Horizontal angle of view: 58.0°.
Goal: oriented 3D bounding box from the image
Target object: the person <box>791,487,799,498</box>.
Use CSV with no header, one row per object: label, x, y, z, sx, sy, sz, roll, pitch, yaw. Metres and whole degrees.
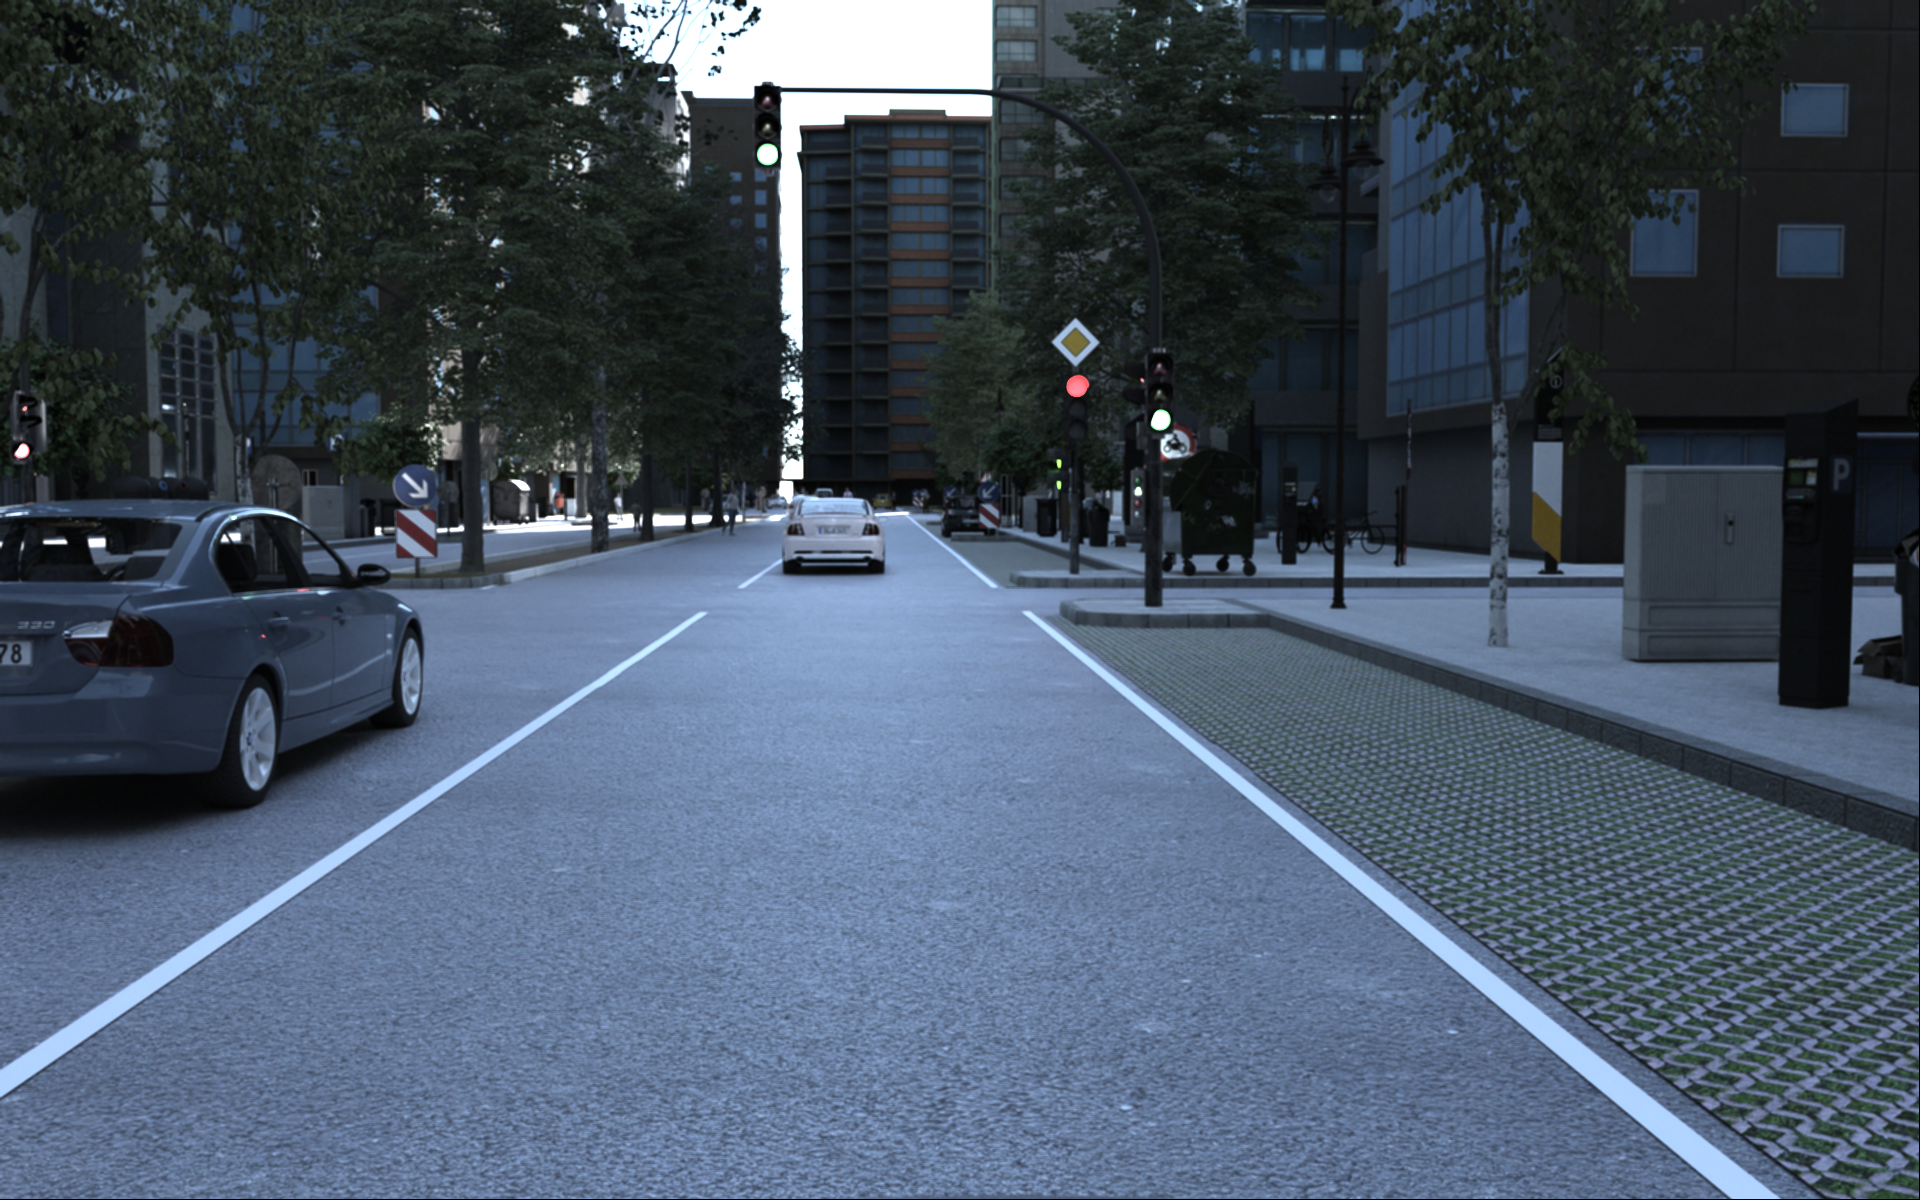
person,-8.684,-5.062,91.363,0.778,1.811,0.616,-1,4,-9

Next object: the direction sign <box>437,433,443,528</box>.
direction sign,-19.410,-4.444,64.650,0.379,3.537,0.876,-2,4,-27

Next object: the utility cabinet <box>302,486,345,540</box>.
utility cabinet,-17.386,-2.363,47.322,0.318,1.500,1.173,2,4,28

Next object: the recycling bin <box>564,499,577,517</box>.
recycling bin,-21.628,-5.150,96.755,0.722,1.027,0.722,2,4,24

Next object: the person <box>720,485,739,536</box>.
person,-7.982,-3.087,59.640,0.598,1.740,0.731,1,4,12

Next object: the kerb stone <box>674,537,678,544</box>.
kerb stone,-8.320,-1.695,49.903,0.120,0.150,1.000,0,4,-3

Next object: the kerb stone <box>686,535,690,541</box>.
kerb stone,-8.461,-1.882,52.968,0.120,0.150,1.000,0,4,-3

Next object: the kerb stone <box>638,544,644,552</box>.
kerb stone,-7.988,-1.252,42.748,0.120,0.150,1.000,0,4,-3

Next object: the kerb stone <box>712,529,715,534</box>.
kerb stone,-8.840,-2.379,61.171,0.120,0.150,1.000,0,4,-3

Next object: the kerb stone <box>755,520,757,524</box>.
kerb stone,-9.792,-3.634,81.636,0.120,0.150,1.000,0,4,-3

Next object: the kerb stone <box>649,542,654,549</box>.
kerb stone,-8.093,-1.382,44.790,0.120,0.150,1.000,0,4,-3

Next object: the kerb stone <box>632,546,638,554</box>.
kerb stone,-7.944,-1.194,41.726,0.120,0.150,1.000,0,4,-3

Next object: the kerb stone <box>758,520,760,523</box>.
kerb stone,-9.883,-3.761,83.681,0.120,0.150,1.000,0,4,-3

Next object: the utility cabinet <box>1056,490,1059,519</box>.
utility cabinet,5.436,-4.807,87.272,1.173,1.500,0.318,2,4,28

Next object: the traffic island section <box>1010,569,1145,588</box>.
traffic island section,1.857,-0.337,27.791,2.009,0.180,2.903,0,4,-3

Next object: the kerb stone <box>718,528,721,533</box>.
kerb stone,-8.934,-2.508,63.216,0.120,0.150,1.000,0,4,-3

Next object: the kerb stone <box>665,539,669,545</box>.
kerb stone,-8.226,-1.561,47.855,0.120,0.150,1.000,0,4,-3

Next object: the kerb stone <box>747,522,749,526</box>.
kerb stone,-9.539,-3.318,76.518,0.120,0.150,1.000,0,4,-3

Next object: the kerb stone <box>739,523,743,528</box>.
kerb stone,-9.411,-3.135,73.451,0.120,0.150,1.000,0,4,-3

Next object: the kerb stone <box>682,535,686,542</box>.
kerb stone,-8.412,-1.815,51.946,0.120,0.150,1.000,0,4,-3

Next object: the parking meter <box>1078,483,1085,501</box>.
parking meter,5.363,-4.379,77.301,0.399,1.863,0.255,3,5,43

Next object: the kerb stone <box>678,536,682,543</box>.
kerb stone,-8.369,-1.754,50.924,0.120,0.150,1.000,0,4,-3

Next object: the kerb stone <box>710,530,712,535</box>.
kerb stone,-8.794,-2.321,60.140,0.120,0.150,1.000,0,4,-3

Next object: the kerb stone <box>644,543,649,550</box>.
kerb stone,-8.044,-1.311,43.769,0.120,0.150,1.000,0,4,-3

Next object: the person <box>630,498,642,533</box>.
person,-11.530,-2.993,61.700,0.475,1.303,0.640,0,4,1

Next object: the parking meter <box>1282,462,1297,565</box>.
parking meter,6.007,-1.582,31.577,0.255,1.863,0.399,1,4,9

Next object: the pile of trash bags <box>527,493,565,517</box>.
pile of trash bags,-24.075,-5.497,99.620,1.912,1.369,3.447,2,4,31

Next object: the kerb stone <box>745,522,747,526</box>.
kerb stone,-9.503,-3.257,75.496,0.120,0.150,1.000,0,4,-3

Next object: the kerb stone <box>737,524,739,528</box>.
kerb stone,-9.307,-3.010,71.404,0.120,0.150,1.000,0,4,-3

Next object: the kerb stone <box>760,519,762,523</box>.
kerb stone,-9.924,-3.823,84.702,0.120,0.150,1.000,0,4,-3

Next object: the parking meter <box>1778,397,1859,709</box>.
parking meter,5.167,-0.289,10.438,0.399,1.863,0.255,-2,4,-31

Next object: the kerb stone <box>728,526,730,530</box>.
kerb stone,-9.129,-2.759,67.309,0.120,0.150,1.000,0,4,-3

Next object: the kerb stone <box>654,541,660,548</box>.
kerb stone,-8.135,-1.442,45.811,0.120,0.150,1.000,0,4,-3

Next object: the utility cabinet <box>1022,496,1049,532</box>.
utility cabinet,2.530,-2.879,58.226,0.306,1.237,1.020,-3,4,-38

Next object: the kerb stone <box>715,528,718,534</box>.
kerb stone,-8.881,-2.446,62.193,0.120,0.150,1.000,0,4,-3

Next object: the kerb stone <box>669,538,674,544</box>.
kerb stone,-8.271,-1.631,48.876,0.120,0.150,1.000,0,4,-3

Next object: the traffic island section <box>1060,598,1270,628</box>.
traffic island section,2.226,0.151,19.815,2.009,0.180,2.903,0,4,-3

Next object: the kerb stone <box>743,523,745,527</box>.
kerb stone,-9.452,-3.198,74.475,0.120,0.150,1.000,0,4,-3

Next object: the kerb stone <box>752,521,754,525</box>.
kerb stone,-9.690,-3.510,79.583,0.120,0.150,1.000,0,4,-3

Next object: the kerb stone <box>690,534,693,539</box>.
kerb stone,-8.521,-1.945,53.992,0.120,0.150,1.000,0,4,-3

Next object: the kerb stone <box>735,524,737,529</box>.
kerb stone,-9.268,-2.947,70.377,0.120,0.150,1.000,0,4,-3

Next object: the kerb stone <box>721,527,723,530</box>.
kerb stone,-8.984,-2.570,64.242,0.120,0.150,1.000,0,4,-3

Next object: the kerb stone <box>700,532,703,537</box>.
kerb stone,-8.648,-2.130,57.071,0.120,0.150,1.000,0,4,-3

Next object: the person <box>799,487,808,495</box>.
person,-8.717,-5.460,97.578,0.655,1.846,0.447,-2,4,-30

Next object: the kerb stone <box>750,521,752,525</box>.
kerb stone,-9.644,-3.446,78.562,0.120,0.150,1.000,0,4,-3

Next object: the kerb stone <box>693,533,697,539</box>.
kerb stone,-8.557,-1.998,55.023,0.120,0.150,1.000,0,4,-3

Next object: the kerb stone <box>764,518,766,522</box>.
kerb stone,-10.068,-4.011,87.773,0.120,0.150,1.000,0,4,-3

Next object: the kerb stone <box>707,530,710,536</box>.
kerb stone,-8.734,-2.258,59.119,0.120,0.150,1.000,0,4,-3

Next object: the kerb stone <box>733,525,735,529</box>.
kerb stone,-9.220,-2.884,69.356,0.120,0.150,1.000,0,4,-3

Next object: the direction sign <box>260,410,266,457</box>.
direction sign,-18.866,-3.361,46.948,0.379,3.537,0.876,-1,4,-15

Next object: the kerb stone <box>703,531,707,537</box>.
kerb stone,-8.693,-2.196,58.094,0.120,0.150,1.000,0,4,-3

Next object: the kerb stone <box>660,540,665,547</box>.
kerb stone,-8.172,-1.507,46.834,0.120,0.150,1.000,0,4,-3

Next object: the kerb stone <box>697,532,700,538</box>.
kerb stone,-8.607,-2.070,56.048,0.120,0.150,1.000,0,4,-3

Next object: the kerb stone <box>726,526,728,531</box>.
kerb stone,-9.088,-2.697,66.283,0.120,0.150,1.000,0,4,-3

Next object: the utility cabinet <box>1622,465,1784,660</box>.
utility cabinet,5.731,-0.282,13.282,1.173,1.500,0.318,0,4,-4
